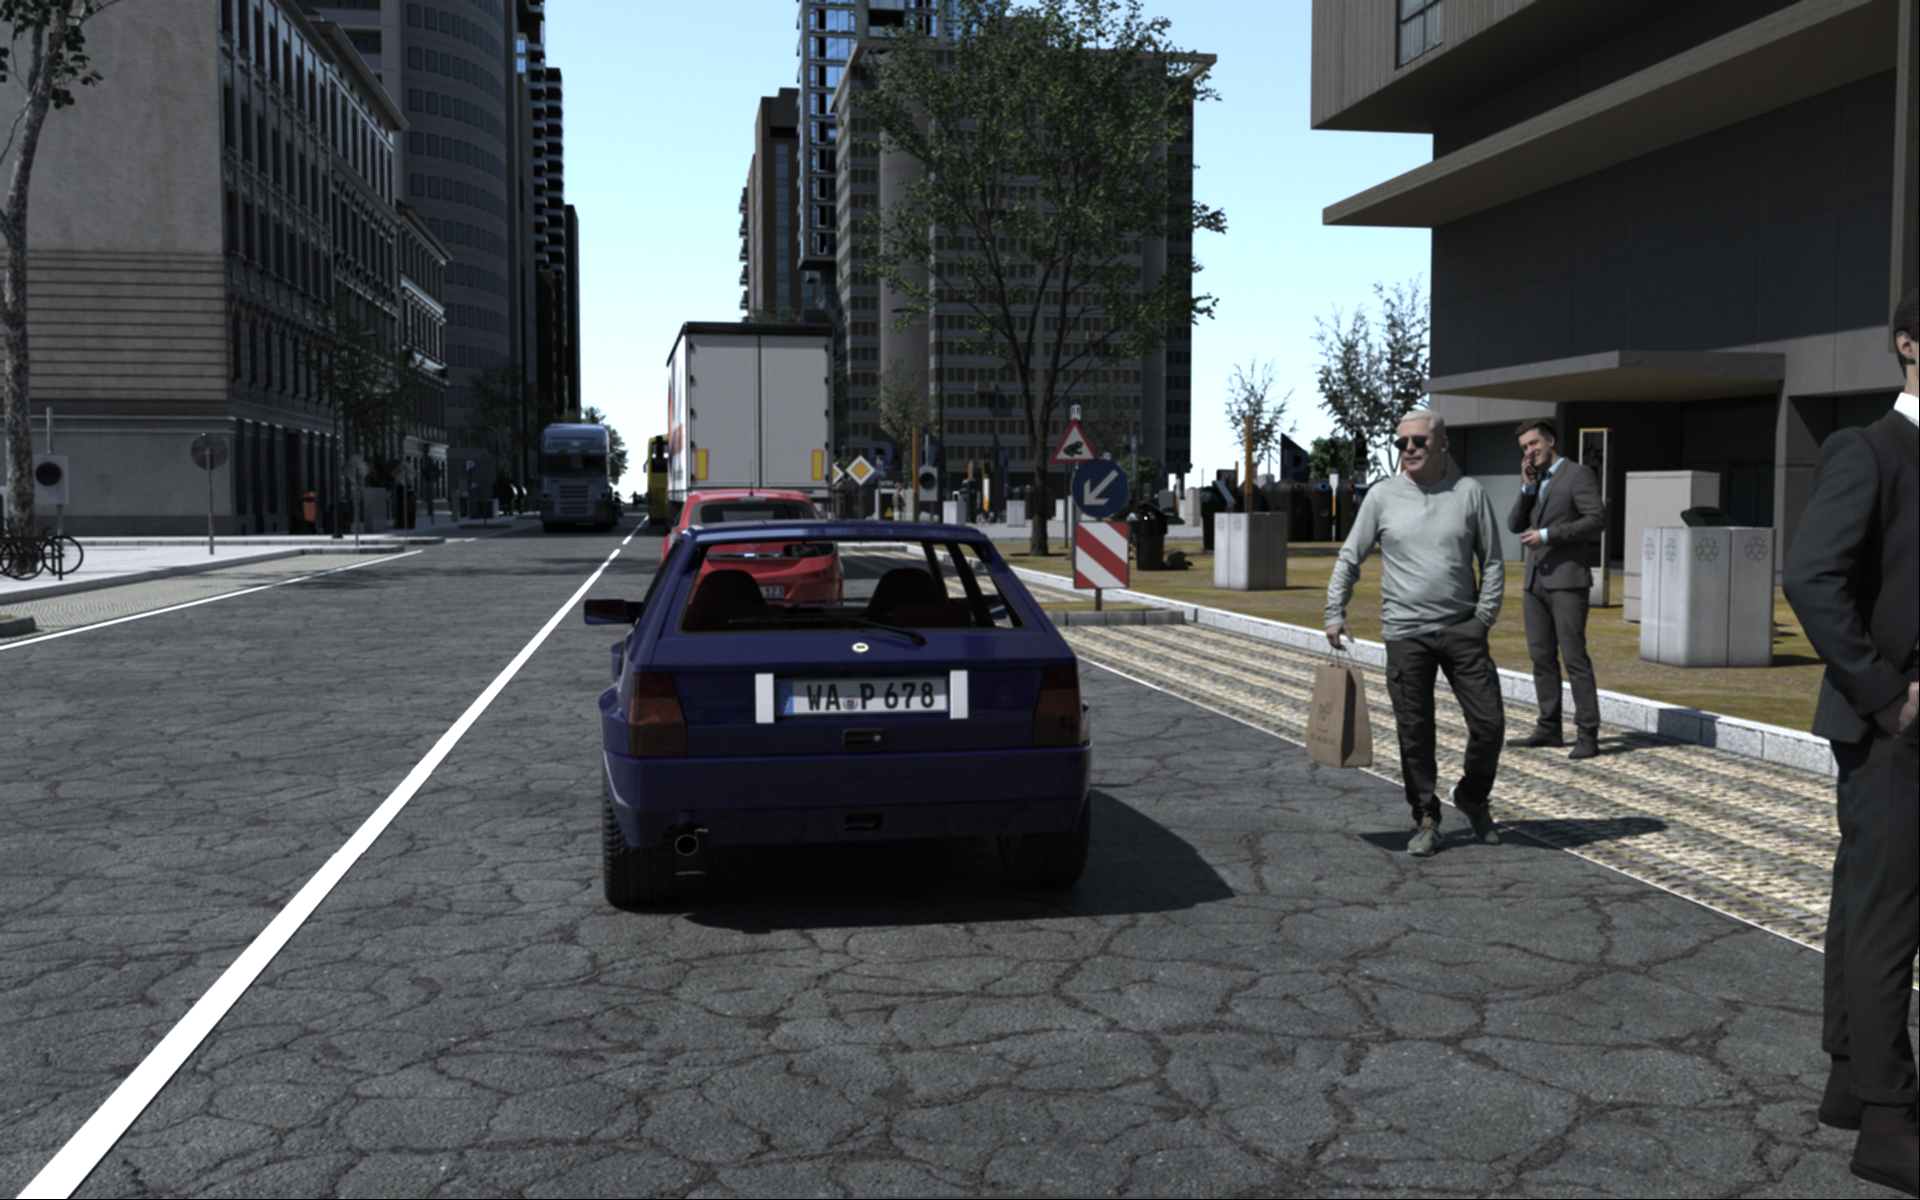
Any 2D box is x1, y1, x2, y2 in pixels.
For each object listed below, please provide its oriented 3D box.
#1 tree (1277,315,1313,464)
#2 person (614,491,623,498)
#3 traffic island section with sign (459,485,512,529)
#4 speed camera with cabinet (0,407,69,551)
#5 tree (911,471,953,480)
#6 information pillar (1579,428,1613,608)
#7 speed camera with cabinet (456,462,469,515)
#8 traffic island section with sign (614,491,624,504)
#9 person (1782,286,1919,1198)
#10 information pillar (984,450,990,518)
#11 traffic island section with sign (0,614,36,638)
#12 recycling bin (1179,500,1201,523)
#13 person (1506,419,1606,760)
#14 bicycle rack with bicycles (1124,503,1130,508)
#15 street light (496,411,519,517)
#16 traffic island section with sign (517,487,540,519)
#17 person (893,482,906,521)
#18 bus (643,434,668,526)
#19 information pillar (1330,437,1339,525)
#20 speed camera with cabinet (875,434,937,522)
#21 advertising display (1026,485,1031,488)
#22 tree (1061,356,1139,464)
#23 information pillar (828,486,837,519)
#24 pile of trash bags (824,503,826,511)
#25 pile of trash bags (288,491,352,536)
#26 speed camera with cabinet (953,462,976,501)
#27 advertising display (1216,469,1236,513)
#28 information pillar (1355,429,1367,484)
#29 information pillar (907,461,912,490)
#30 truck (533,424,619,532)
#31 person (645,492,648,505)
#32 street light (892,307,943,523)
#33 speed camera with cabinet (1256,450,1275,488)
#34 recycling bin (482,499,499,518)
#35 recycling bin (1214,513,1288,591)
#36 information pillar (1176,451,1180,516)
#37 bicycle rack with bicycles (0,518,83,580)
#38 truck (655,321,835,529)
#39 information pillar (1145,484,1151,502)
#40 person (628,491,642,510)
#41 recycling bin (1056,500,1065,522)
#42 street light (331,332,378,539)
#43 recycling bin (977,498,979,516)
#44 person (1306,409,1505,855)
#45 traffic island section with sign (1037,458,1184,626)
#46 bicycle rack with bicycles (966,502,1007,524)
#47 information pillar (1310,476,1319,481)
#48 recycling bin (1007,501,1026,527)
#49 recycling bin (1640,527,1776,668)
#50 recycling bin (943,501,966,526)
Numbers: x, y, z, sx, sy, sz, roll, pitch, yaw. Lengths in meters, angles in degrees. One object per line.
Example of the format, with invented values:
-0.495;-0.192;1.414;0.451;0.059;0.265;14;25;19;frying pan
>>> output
15.129;-7.076;66.057;4.360;8.622;3.978;0;3;0;tree
-32.281;-9.434;163.266;1.217;1.766;0.721;1;4;8;person
-19.758;-3.885;72.143;1.989;1.847;2.006;-1;4;-10;traffic island section with sign
-21.310;-2.739;39.113;2.038;3.252;0.660;-1;4;-19;speed camera with cabinet
-1.431;-5.043;77.053;1.663;3.219;1.824;0;3;0;tree
7.167;-0.922;19.565;0.304;2.012;0.304;2;4;32;information pillar
-30.019;-6.754;104.766;0.660;3.252;2.038;-2;4;-24;speed camera with cabinet
-50.771;-15.131;256.016;1.989;1.847;2.006;-1;4;-10;traffic island section with sign
2.110;0.252;3.742;0.474;1.900;0.648;3;5;44;person
1.447;-6.232;93.249;0.183;3.616;0.504;-2;4;-29;information pillar
-10.515;-0.533;17.345;1.989;1.847;2.006;-1;4;-10;traffic island section with sign
10.152;-3.909;76.472;0.722;1.027;0.722;3;5;42;recycling bin
3.258;-0.076;9.549;0.447;1.846;0.655;-1;4;-21;person
10.269;-6.514;119.888;2.852;0.926;2.925;-1;4;-23;bicycle rack with bicycles
-25.345;-7.607;96.916;1.470;5.913;1.316;-1;4;-10;street light
-24.310;-5.537;99.163;1.989;1.847;2.006;-1;4;-10;traffic island section with sign
-1.684;-2.400;48.282;0.362;1.759;0.519;-1;4;-9;person
-11.209;-4.753;69.252;2.896;3.916;12.252;-1;4;-10;bus
15.427;-4.898;71.442;0.183;3.616;0.504;-2;4;-30;information pillar
-1.768;-3.846;57.220;2.038;3.252;0.660;0;4;0;speed camera with cabinet
4.865;-7.182;122.635;0.123;1.923;0.974;-1;4;-11;advertising display
7.649;-8.639;91.613;4.360;8.622;3.978;0;3;0;tree
-5.681;-4.454;77.316;0.304;2.012;0.304;3;4;38;information pillar
-10.230;-6.760;120.272;1.912;1.369;3.447;-1;4;-18;pile of trash bags
-20.389;-2.766;54.974;1.912;1.369;3.447;-1;4;-13;pile of trash bags
0.264;-6.880;106.831;0.660;3.252;2.038;-2;4;-27;speed camera with cabinet
6.924;-2.438;45.082;0.123;1.923;0.974;2;4;33;advertising display
14.446;-4.352;62.506;0.504;3.616;0.183;-2;4;-26;information pillar
-3.464;-7.804;118.957;0.183;3.616;0.504;2;4;28;information pillar
-15.640;-5.032;72.027;2.967;4.110;18.799;-1;4;-10;truck
-40.361;-13.088;223.158;0.621;1.740;0.551;-2;4;-25;person
-1.010;-4.329;43.325;1.470;5.913;1.316;-1;4;-10;street light
14.299;-5.164;78.772;2.038;3.252;0.660;-3;5;-44;speed camera with cabinet
-24.967;-4.865;92.089;0.722;1.027;0.722;0;4;2;recycling bin
3.904;-0.656;23.276;0.722;1.027;0.722;-2;4;-29;recycling bin
11.858;-6.288;94.158;0.183;3.616;0.504;-1;4;-12;information pillar
-14.780;-0.776;26.071;2.925;0.926;2.852;-2;4;-29;bicycle rack with bicycles
-4.385;-2.745;33.802;2.839;4.237;11.283;-1;4;-11;truck
13.026;-7.084;120.312;0.304;2.012;0.304;-3;5;-43;information pillar
-29.344;-8.999;156.361;1.217;1.736;0.721;0;4;-3;person
4.827;-4.043;78.658;0.722;1.027;0.722;-2;4;-26;recycling bin
-17.392;-4.724;49.778;1.470;5.913;1.316;-1;4;-10;street light
0.691;-5.566;103.556;0.722;1.027;0.722;2;4;33;recycling bin
1.797;0.123;6.969;0.782;1.767;0.515;1;4;11;person
1.297;-0.671;19.595;1.989;1.847;2.006;-1;4;-10;traffic island section with sign
1.048;-3.749;74.682;2.852;0.926;2.925;-1;4;-21;bicycle rack with bicycles
14.808;-4.155;72.426;0.304;2.012;0.304;-1;4;-15;information pillar
2.193;-3.363;67.542;0.722;1.027;0.722;0;4;2;recycling bin
5.642;-0.033;13.095;0.722;1.027;0.722;0;4;-3;recycling bin
-0.253;-2.919;60.278;0.722;1.027;0.722;2;4;26;recycling bin
